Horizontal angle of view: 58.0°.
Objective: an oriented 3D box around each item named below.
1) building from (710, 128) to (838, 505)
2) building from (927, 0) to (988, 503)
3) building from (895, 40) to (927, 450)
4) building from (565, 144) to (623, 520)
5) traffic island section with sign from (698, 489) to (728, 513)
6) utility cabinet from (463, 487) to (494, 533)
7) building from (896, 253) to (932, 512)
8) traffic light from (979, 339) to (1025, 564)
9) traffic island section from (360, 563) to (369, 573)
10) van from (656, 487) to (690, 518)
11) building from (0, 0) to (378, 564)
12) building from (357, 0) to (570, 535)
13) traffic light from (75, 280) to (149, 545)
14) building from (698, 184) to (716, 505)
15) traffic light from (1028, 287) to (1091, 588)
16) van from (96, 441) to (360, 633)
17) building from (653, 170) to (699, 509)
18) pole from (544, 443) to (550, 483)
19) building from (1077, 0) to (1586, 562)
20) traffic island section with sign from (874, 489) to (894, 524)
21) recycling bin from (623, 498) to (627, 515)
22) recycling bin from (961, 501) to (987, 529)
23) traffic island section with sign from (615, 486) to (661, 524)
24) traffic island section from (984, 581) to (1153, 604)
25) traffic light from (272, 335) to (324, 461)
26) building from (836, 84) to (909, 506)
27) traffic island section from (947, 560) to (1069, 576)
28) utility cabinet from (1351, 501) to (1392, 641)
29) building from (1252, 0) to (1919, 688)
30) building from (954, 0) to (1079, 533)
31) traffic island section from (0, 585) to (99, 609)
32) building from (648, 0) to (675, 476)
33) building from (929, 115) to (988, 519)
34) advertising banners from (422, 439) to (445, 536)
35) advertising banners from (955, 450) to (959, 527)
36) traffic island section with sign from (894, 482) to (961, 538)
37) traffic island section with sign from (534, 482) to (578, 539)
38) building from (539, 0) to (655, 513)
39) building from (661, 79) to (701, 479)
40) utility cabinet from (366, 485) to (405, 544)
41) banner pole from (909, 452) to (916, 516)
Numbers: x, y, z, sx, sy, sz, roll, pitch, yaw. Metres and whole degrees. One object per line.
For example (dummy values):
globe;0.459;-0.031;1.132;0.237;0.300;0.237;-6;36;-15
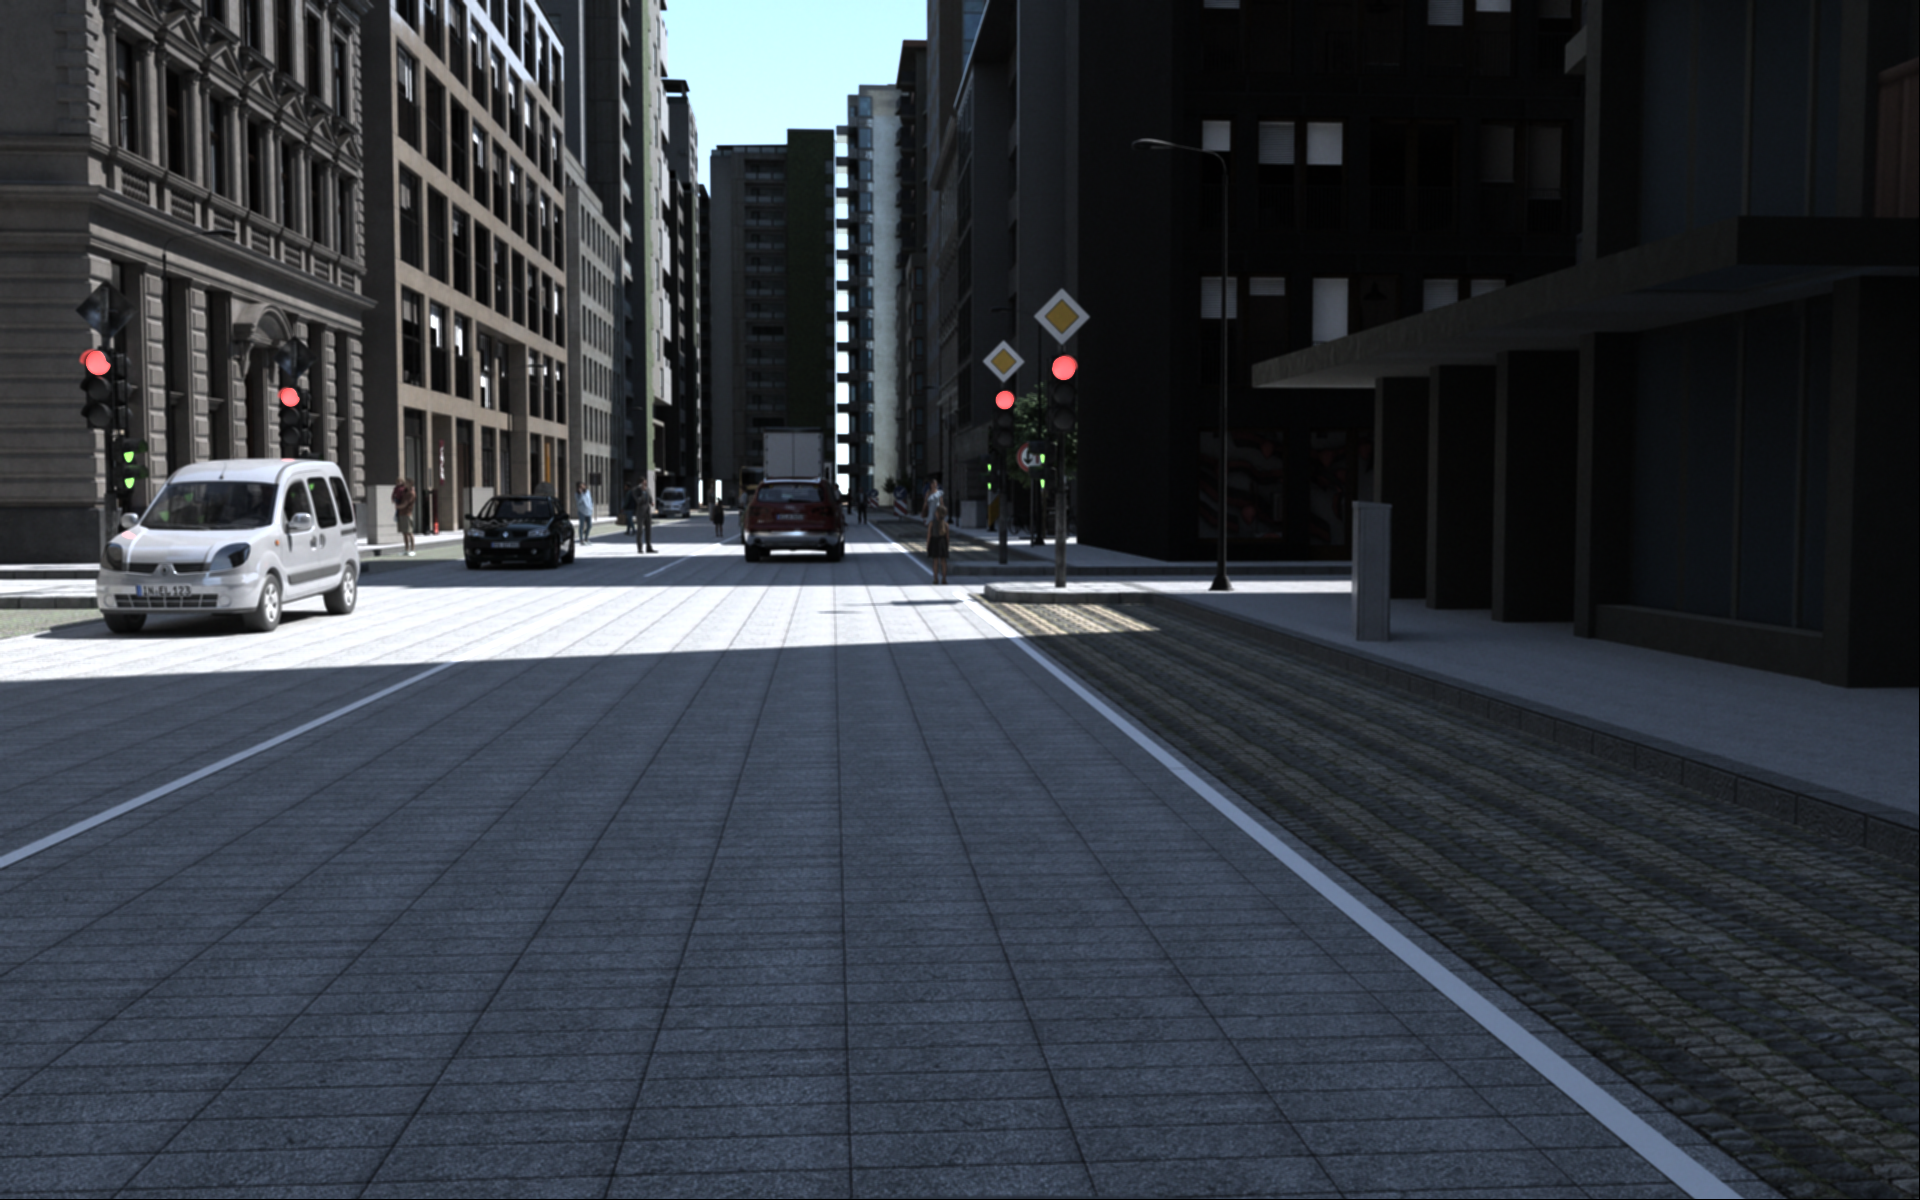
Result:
building;-21.060;-31.387;196.767;14.086;41.232;14.154;0;4;-4
building;5.053;-28.539;116.719;14.600;45.320;14.200;0;4;-4
building;4.996;-31.381;167.697;22.147;44.769;28.867;0;4;-4
building;-24.611;-14.621;93.800;10.420;20.320;16.860;0;4;-4
traffic island section with sign;-19.046;-7.604;132.955;1.989;1.847;2.006;0;4;-4
utility cabinet;-15.820;-2.948;56.884;0.318;1.500;1.173;2;4;24
building;9.212;-18.022;139.693;27.650;21.520;28.899;0;4;-4
traffic light;0.772;-2.614;31.653;0.839;4.253;0.868;0;4;-4
traffic island section;-11.795;-0.524;30.843;2.009;0.180;2.903;0;4;-4
van;-17.023;-5.878;103.118;2.013;2.044;4.112;0;4;-5
building;-21.316;-12.919;40.096;11.050;23.489;19.941;0;4;-4
building;-27.717;-16.095;67.672;19.350;26.468;34.151;0;4;-4
traffic light;-11.163;-2.069;22.749;0.839;4.253;0.868;0;4;-4
building;-40.833;-31.346;204.383;23.993;40.220;32.217;0;4;-4
traffic light;1.363;-2.127;23.690;0.839;4.253;0.868;0;4;-4
van;-8.031;-0.749;19.253;2.013;2.044;4.112;0;4;-3
building;-30.859;-23.353;153.515;14.160;30.474;14.107;0;4;-4
pole;-16.629;-4.647;69.817;0.158;3.312;0.155;0;3;0
building;11.369;-12.787;38.742;15.834;23.373;12.332;0;4;-4
traffic island section with sign;-3.017;-4.583;83.552;1.989;1.847;2.006;0;4;-4
recycling bin;-20.024;-5.667;105.202;0.722;1.027;0.722;-3;5;-40
recycling bin;0.532;-3.196;64.815;0.722;1.027;0.722;3;4;37
traffic island section with sign;-15.290;-4.507;82.315;1.989;1.847;2.006;0;4;-4
traffic island section;1.403;-0.093;23.807;2.009;0.180;2.903;0;4;-4
traffic light;-11.754;-2.556;30.712;0.839;4.253;0.868;0;4;-4
building;0.801;-35.674;202.881;30.456;49.044;23.786;0;4;-4
traffic island section;0.813;-0.580;31.770;2.009;0.180;2.903;0;4;-4
utility cabinet;3.696;-0.269;15.556;0.306;1.237;1.020;1;4;10
building;15.633;-21.634;8.344;22.147;44.769;28.867;0;4;-4
building;7.882;-15.440;71.516;14.314;24.678;30.058;0;4;-4
traffic island section;-11.204;-0.037;22.880;2.009;0.180;2.903;0;4;-4
building;-36.562;-33.155;131.320;28.713;52.752;27.495;0;4;-4
building;4.347;-16.396;96.953;11.050;23.489;19.941;0;4;-4
advertising banners;-16.496;-3.558;54.367;0.090;3.025;2.074;0;4;2
advertising banners;-0.119;-4.394;68.035;0.090;3.025;2.074;0;4;-2
traffic island section with sign;-1.029;-2.932;56.564;1.989;1.847;2.006;0;4;-4
traffic island section with sign;-13.298;-2.861;55.403;1.989;1.847;2.006;0;4;-4
building;-27.612;-26.173;111.525;14.154;41.232;14.086;0;4;-4
building;-33.275;-29.935;173.035;14.086;41.232;14.154;0;4;-4
utility cabinet;-14.627;-2.168;44.121;0.318;1.500;1.173;1;4;18
banner pole;-2.777;-6.905;102.909;0.401;3.779;0.863;-1;4;-19
